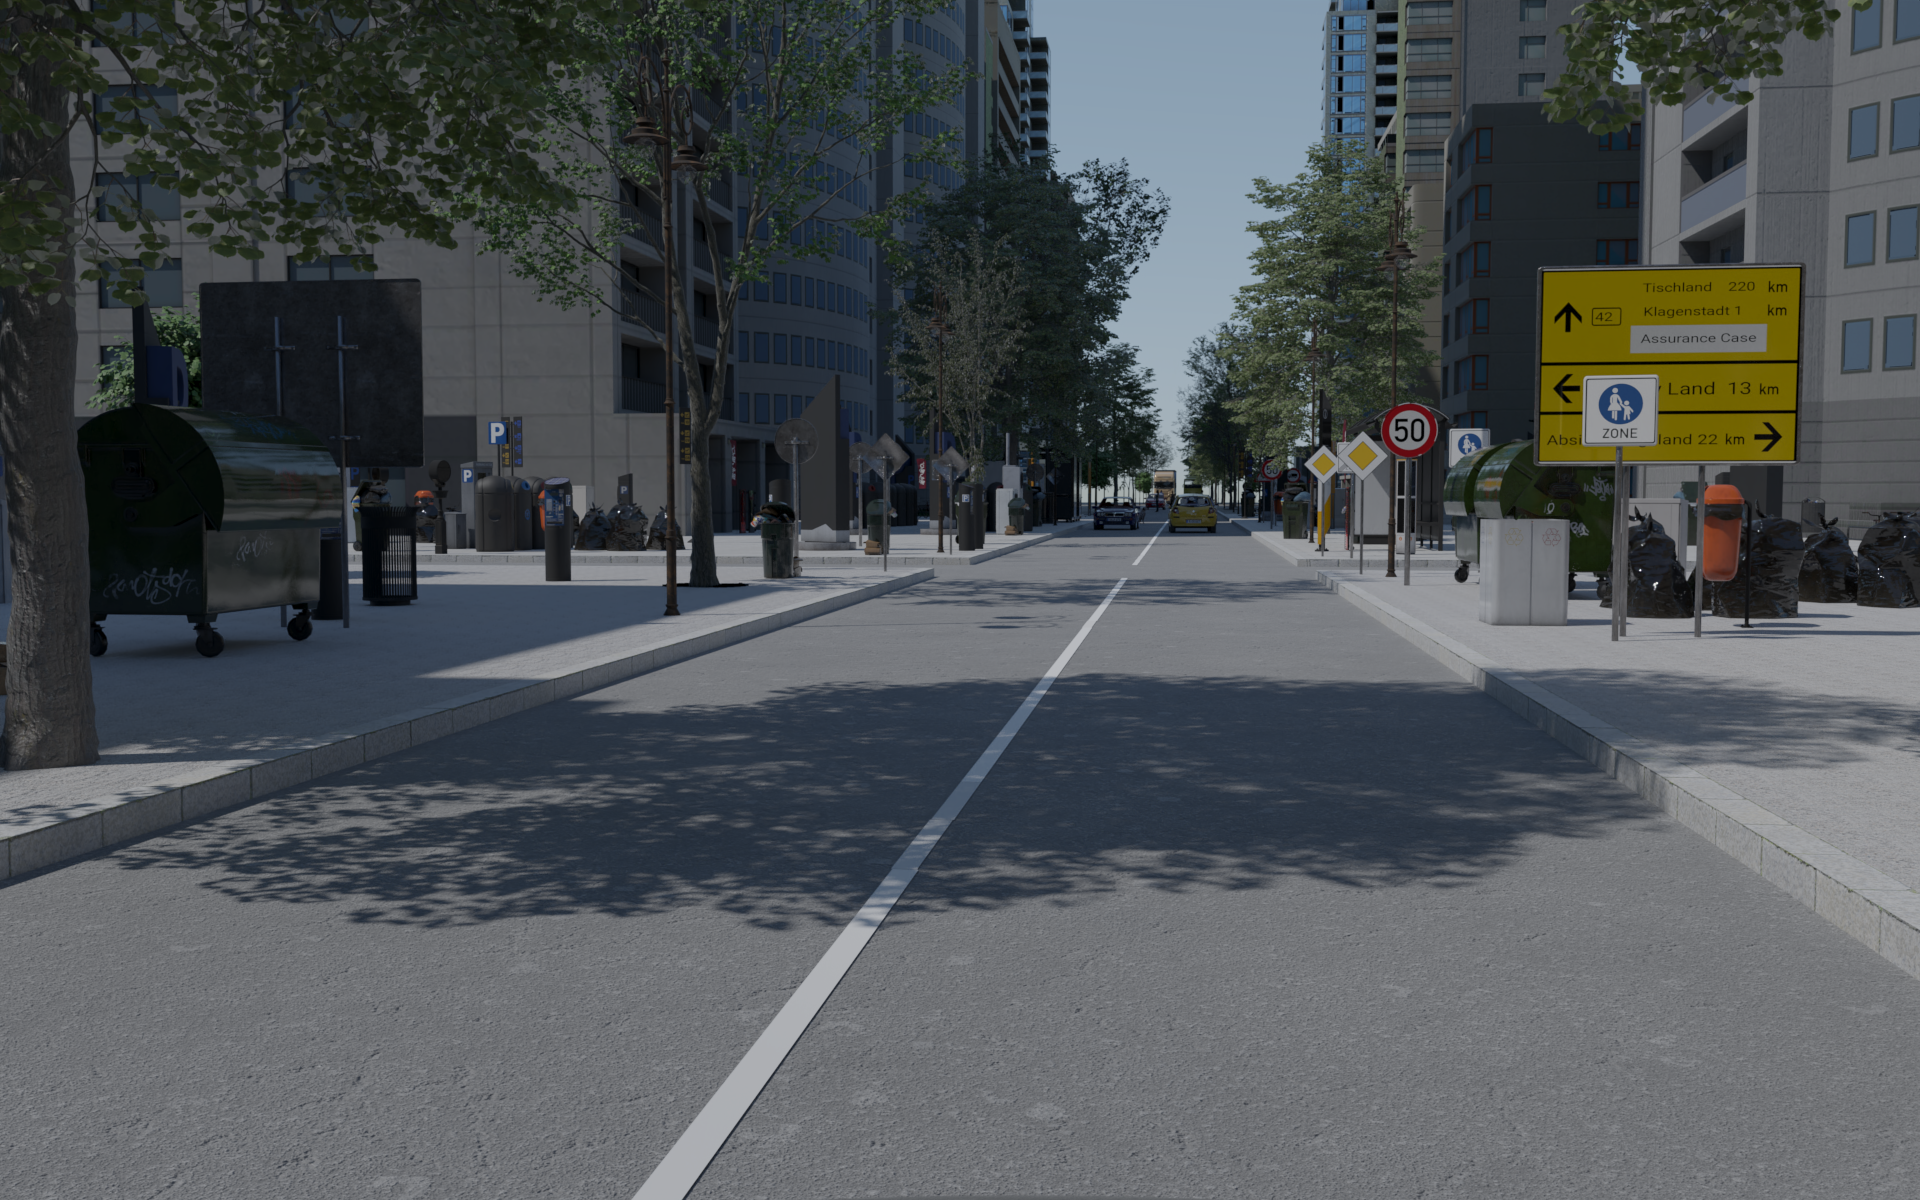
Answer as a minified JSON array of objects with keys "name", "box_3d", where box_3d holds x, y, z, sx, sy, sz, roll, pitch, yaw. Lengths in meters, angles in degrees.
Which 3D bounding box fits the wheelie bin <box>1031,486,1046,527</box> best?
[{"name":"wheelie bin","box_3d":[2.898,-3.691,68.254,0.980,1.594,0.693,1,4,16]}]

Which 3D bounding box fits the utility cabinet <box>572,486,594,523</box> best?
[{"name":"utility cabinet","box_3d":[-10.304,-2.311,46.456,1.173,1.500,0.318,3,4,36]}]

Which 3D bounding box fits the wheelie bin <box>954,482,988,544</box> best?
[{"name":"wheelie bin","box_3d":[0.279,-2.235,44.446,0.980,1.594,0.693,3,4,38]}]

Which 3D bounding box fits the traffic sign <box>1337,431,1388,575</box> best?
[{"name":"traffic sign","box_3d":[6.394,-1.463,27.560,0.795,2.450,0.064,0,4,7]}]

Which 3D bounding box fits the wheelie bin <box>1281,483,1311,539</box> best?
[{"name":"wheelie bin","box_3d":[9.591,-2.540,49.443,0.980,1.594,0.693,2,4,28]}]

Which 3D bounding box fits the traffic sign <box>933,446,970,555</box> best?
[{"name":"traffic sign","box_3d":[-0.189,-2.010,36.498,0.795,2.450,0.064,0,4,7]}]

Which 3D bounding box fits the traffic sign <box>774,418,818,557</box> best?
[{"name":"traffic sign","box_3d":[-2.755,-1.773,29.090,0.768,2.556,0.104,1,4,11]}]

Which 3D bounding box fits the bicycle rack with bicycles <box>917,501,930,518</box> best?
[{"name":"bicycle rack with bicycles","box_3d":[-1.209,-5.762,107.597,2.925,0.926,2.852,2,4,32]}]

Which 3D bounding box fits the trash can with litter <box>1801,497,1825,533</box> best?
[{"name":"trash can with litter","box_3d":[20.451,-1.919,42.438,2.233,1.210,1.678,1,4,20]}]

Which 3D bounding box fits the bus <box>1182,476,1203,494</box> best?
[{"name":"bus","box_3d":[32.104,-15.123,238.802,2.896,3.916,12.252,0,4,7]}]

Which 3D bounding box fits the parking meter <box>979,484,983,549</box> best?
[{"name":"parking meter","box_3d":[0.361,-1.955,40.378,0.372,1.533,0.369,0,3,0]}]

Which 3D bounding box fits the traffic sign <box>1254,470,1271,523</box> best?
[{"name":"traffic sign","box_3d":[13.427,-4.680,76.528,0.884,2.594,0.081,1,4,15]}]

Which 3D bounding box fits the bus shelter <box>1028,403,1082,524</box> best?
[{"name":"bus shelter","box_3d":[4.396,-6.171,78.536,2.179,5.291,8.768,0,4,7]}]

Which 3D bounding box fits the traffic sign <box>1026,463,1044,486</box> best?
[{"name":"traffic sign","box_3d":[3.093,-4.368,71.529,0.768,2.556,0.104,1,4,12]}]

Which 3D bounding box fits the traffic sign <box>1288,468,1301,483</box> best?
[{"name":"traffic sign","box_3d":[16.063,-5.108,83.616,0.768,2.556,0.104,1,4,13]}]

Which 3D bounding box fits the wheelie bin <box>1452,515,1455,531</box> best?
[{"name":"wheelie bin","box_3d":[17.367,-3.176,59.829,0.980,1.594,0.693,1,4,16]}]

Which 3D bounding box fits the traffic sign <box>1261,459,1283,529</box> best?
[{"name":"traffic sign","box_3d":[11.405,-3.867,63.327,0.768,2.556,0.104,1,4,14]}]

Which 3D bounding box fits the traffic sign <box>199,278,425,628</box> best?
[{"name":"traffic sign","box_3d":[-6.201,-1.387,16.554,2.265,3.308,0.079,1,4,9]}]

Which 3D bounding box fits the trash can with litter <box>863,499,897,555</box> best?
[{"name":"trash can with litter","box_3d":[-1.710,-1.549,36.711,0.624,1.170,1.055,0,4,6]}]

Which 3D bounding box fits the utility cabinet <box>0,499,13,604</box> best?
[{"name":"utility cabinet","box_3d":[-11.712,-0.559,20.297,1.020,1.237,0.306,-1,4,-11]}]

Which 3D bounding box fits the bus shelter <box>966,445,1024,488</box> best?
[{"name":"bus shelter","box_3d":[1.415,-4.799,72.385,2.014,3.302,5.546,0,4,7]}]

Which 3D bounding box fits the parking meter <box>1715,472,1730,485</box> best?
[{"name":"parking meter","box_3d":[20.216,-2.461,45.952,0.255,1.863,0.399,0,4,-4]}]

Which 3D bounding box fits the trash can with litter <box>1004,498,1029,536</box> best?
[{"name":"trash can with litter","box_3d":[1.743,-2.592,53.764,0.624,1.170,1.055,1,4,16]}]

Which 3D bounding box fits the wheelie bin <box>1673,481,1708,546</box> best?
[{"name":"wheelie bin","box_3d":[18.224,-2.153,43.114,0.980,1.594,0.693,0,4,1]}]

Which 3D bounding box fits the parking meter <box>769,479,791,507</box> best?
[{"name":"parking meter","box_3d":[-3.058,-1.290,29.499,0.372,1.533,0.369,0,3,0]}]

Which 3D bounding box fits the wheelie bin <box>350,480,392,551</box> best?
[{"name":"wheelie bin","box_3d":[-13.192,-1.898,38.933,0.693,1.594,0.980,1,4,21]}]

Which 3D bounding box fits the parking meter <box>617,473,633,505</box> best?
[{"name":"parking meter","box_3d":[-9.441,-2.638,48.847,0.399,1.863,0.255,1,4,9]}]

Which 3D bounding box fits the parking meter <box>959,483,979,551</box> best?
[{"name":"parking meter","box_3d":[0.157,-1.879,39.128,0.372,1.533,0.369,0,3,0]}]

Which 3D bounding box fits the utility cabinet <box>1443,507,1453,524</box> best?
[{"name":"utility cabinet","box_3d":[20.517,-3.911,72.616,0.318,1.500,1.173,-2,4,-31]}]

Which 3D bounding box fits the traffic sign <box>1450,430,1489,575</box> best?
[{"name":"traffic sign","box_3d":[8.009,-1.538,27.273,0.606,2.300,0.079,1,4,17]}]

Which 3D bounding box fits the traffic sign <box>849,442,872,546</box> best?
[{"name":"traffic sign","box_3d":[-2.437,-2.584,42.351,0.768,2.556,0.104,1,4,13]}]

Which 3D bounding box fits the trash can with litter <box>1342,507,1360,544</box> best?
[{"name":"trash can with litter","box_3d":[10.432,-2.036,44.681,1.055,1.170,0.624,-1,4,-14]}]

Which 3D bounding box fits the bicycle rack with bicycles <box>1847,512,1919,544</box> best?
[{"name":"bicycle rack with bicycles","box_3d":[19.472,-1.348,35.428,2.852,0.926,2.925,1,4,14]}]

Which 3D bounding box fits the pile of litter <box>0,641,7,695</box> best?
[{"name":"pile of litter","box_3d":[-6.491,0.163,11.306,1.176,0.858,1.719,1,4,8]}]

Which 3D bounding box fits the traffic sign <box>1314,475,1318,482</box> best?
[{"name":"traffic sign","box_3d":[15.854,-4.667,76.411,0.768,2.556,0.104,1,4,15]}]

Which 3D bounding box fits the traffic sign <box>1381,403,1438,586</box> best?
[{"name":"traffic sign","box_3d":[6.268,-1.474,24.213,0.768,2.556,0.104,1,4,14]}]

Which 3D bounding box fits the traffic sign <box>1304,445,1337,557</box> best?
[{"name":"traffic sign","box_3d":[7.437,-1.947,35.477,0.795,2.450,0.064,0,4,7]}]

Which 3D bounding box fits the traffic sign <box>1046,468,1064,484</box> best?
[{"name":"traffic sign","box_3d":[4.054,-4.452,73.979,0.795,2.450,0.064,1,4,17]}]

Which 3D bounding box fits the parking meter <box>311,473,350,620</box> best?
[{"name":"parking meter","box_3d":[-6.466,-0.571,17.741,0.372,1.533,0.369,0,3,0]}]

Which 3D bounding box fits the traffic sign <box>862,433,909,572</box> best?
[{"name":"traffic sign","box_3d":[-1.232,-1.525,28.581,0.795,2.450,0.064,0,4,7]}]

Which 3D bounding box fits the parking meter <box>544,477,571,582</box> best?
[{"name":"parking meter","box_3d":[-5.923,-1.045,25.496,0.372,1.533,0.369,0,3,0]}]

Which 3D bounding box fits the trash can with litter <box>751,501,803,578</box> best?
[{"name":"trash can with litter","box_3d":[-2.780,-0.930,26.588,0.624,1.170,1.055,1,4,8]}]

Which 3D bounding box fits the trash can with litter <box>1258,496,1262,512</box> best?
[{"name":"trash can with litter","box_3d":[19.445,-6.013,109.699,1.055,1.170,0.624,-1,4,-15]}]

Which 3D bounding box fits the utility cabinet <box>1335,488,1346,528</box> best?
[{"name":"utility cabinet","box_3d":[14.090,-3.406,64.365,1.173,1.500,0.318,-1,4,-12]}]

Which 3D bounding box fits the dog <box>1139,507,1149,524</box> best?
[{"name":"dog","box_3d":[8.723,-4.107,83.994,0.513,0.831,0.800,-2,4,-24]}]

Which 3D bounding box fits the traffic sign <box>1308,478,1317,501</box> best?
[{"name":"traffic sign","box_3d":[17.221,-5.113,83.605,0.884,2.594,0.081,1,4,12]}]

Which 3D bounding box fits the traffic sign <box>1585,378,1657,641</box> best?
[{"name":"traffic sign","box_3d":[5.710,-0.789,15.032,0.606,2.300,0.079,1,4,17]}]

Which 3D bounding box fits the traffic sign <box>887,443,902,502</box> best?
[{"name":"traffic sign","box_3d":[-1.720,-2.530,41.469,0.768,2.556,0.104,1,4,16]}]

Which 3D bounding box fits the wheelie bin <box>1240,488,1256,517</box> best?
[{"name":"wheelie bin","box_3d":[16.091,-5.434,96.749,0.693,1.594,0.980,-3,5,-42]}]

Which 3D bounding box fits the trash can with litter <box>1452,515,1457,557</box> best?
[{"name":"trash can with litter","box_3d":[10.388,-1.430,34.768,0.624,1.170,1.055,-2,4,-27]}]

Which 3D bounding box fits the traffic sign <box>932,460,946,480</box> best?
[{"name":"traffic sign","box_3d":[-0.549,-3.031,51.679,0.606,2.300,0.079,1,4,10]}]

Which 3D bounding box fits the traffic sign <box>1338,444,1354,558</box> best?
[{"name":"traffic sign","box_3d":[7.806,-1.978,34.462,0.606,2.300,0.079,1,4,11]}]

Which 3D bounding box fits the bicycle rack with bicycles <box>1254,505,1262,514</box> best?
[{"name":"bicycle rack with bicycles","box_3d":[18.840,-5.580,104.619,2.925,0.926,2.852,2,4,23]}]

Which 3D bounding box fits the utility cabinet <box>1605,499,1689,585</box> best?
[{"name":"utility cabinet","box_3d":[9.466,-0.778,23.886,1.020,1.237,0.306,3,5,43]}]

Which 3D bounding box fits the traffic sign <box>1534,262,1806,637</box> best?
[{"name":"traffic sign","box_3d":[6.288,-1.320,15.448,2.265,3.308,0.079,0,4,8]}]
